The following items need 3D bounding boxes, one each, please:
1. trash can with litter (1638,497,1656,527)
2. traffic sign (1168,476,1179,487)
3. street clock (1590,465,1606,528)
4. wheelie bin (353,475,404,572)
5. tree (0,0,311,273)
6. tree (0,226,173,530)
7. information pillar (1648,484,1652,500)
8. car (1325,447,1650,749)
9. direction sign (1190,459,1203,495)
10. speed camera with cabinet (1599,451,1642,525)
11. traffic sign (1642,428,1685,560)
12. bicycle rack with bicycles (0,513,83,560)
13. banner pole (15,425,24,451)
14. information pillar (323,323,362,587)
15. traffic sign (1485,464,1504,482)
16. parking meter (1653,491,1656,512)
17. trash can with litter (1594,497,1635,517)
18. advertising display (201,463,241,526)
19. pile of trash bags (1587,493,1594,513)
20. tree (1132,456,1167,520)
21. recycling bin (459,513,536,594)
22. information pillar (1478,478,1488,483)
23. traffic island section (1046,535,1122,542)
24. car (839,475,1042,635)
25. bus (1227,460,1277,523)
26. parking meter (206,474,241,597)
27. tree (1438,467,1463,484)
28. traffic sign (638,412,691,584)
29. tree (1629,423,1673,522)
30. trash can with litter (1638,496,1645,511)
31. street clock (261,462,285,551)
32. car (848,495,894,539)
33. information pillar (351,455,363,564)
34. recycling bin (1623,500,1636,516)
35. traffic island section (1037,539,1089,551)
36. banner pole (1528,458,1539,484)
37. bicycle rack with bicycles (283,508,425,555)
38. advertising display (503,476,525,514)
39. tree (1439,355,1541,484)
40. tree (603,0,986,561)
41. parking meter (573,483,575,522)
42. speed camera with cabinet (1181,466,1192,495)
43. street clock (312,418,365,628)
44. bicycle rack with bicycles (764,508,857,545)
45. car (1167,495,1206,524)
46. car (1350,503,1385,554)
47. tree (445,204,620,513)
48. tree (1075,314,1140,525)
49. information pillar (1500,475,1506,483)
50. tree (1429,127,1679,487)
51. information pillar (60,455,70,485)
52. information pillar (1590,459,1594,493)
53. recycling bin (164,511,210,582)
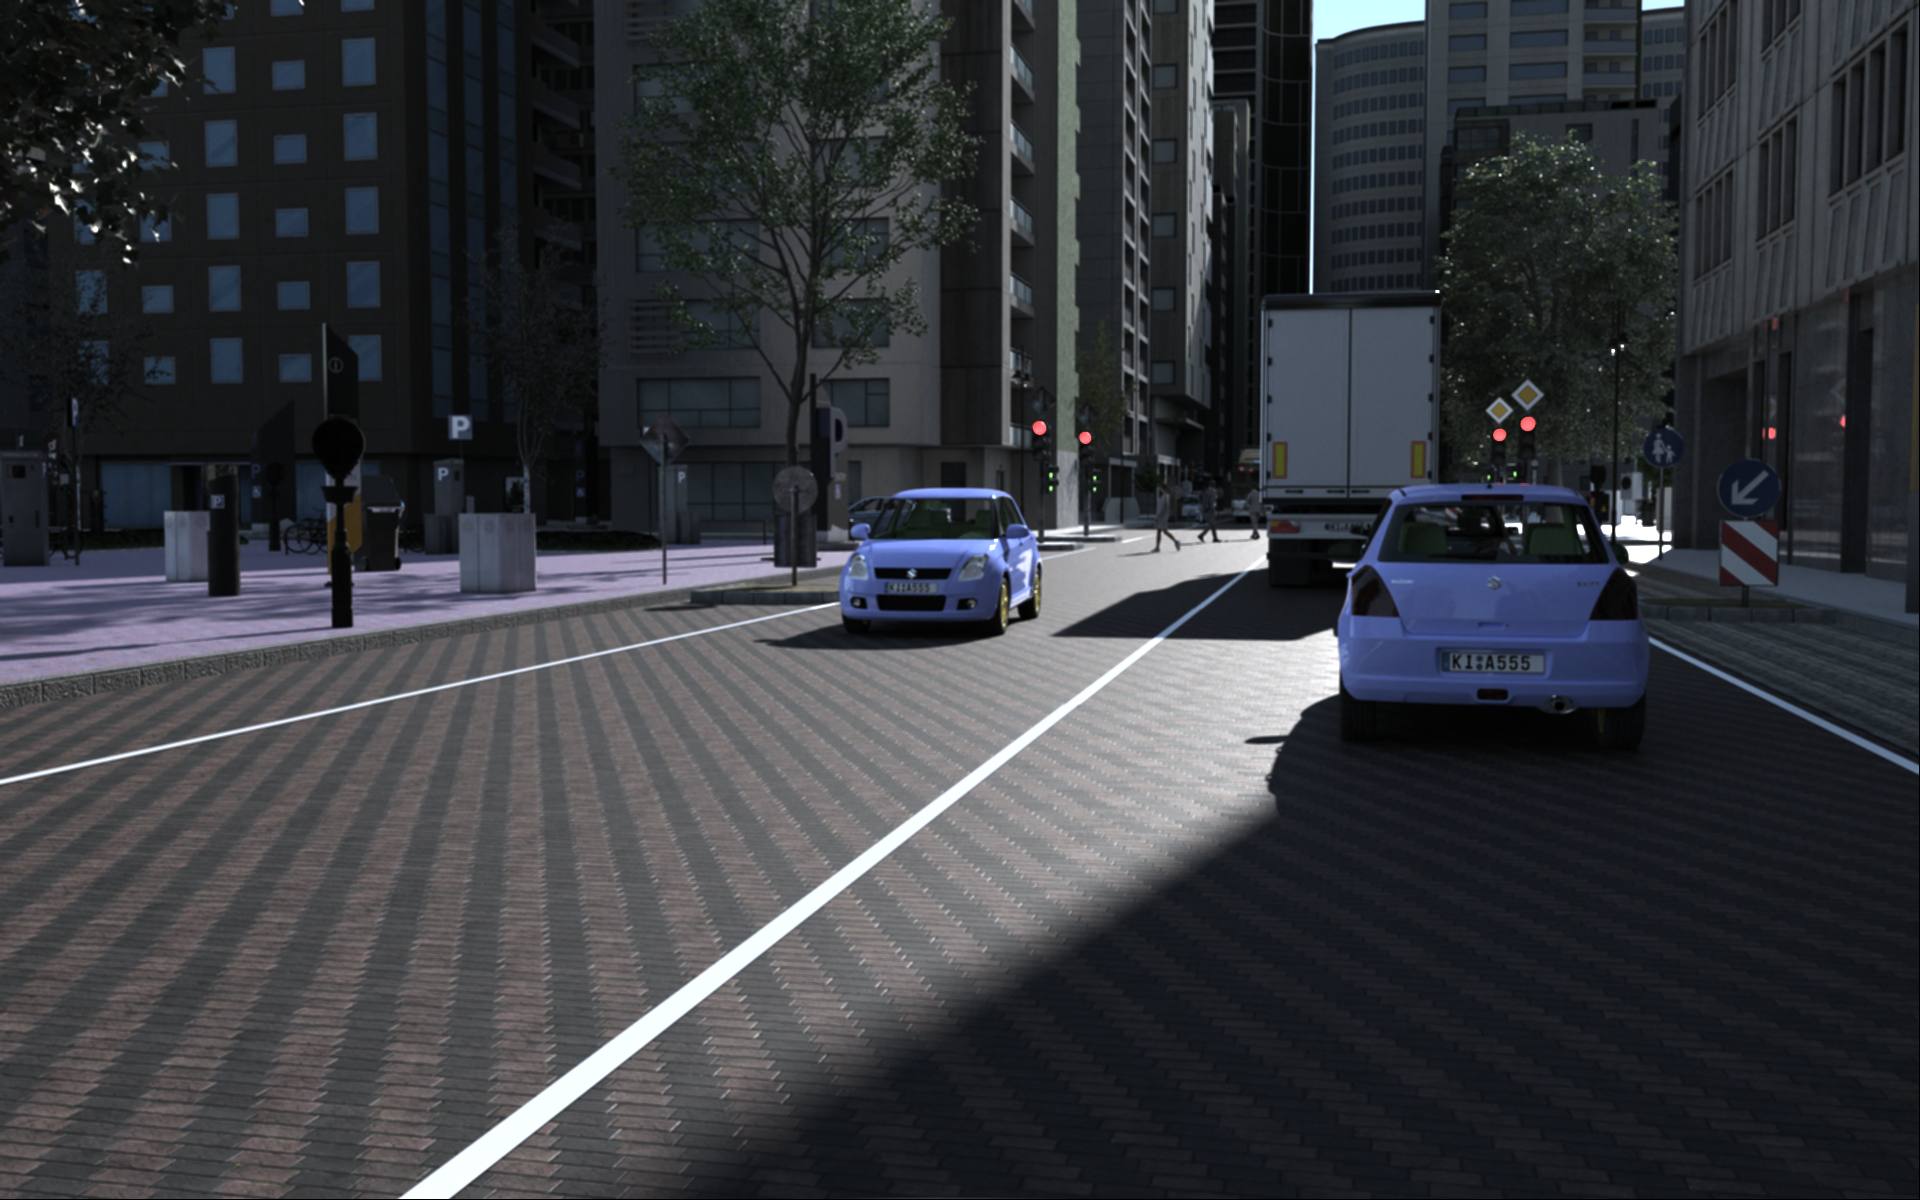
[{"bbox_3d":[27.009,-3.428,67.431,1.055,1.170,0.624,0,4,0],"label":"trash can with litter"},{"bbox_3d":[11.847,-5.753,96.187,0.606,2.300,0.079,1,4,14],"label":"traffic sign"},{"bbox_3d":[15.775,-2.342,42.858,0.358,2.002,0.471,0,4,-1],"label":"street clock"},{"bbox_3d":[-9.808,-1.285,28.924,0.693,1.594,0.980,3,5,43],"label":"wheelie bin"},{"bbox_3d":[-8.275,-5.602,8.600,9.611,12.733,9.660,0,3,0],"label":"tree"},{"bbox_3d":[-23.998,-5.923,47.197,4.360,8.622,3.978,0,3,0],"label":"tree"},{"bbox_3d":[41.177,-6.850,103.344,0.183,3.616,0.504,2,4,32],"label":"information pillar"},{"bbox_3d":[3.330,-0.096,11.160,1.945,1.707,3.694,1,4,13],"label":"car"},{"bbox_3d":[15.362,-7.382,112.697,0.876,3.537,0.379,-1,4,-14],"label":"direction sign"},{"bbox_3d":[27.554,-4.775,72.400,0.660,3.252,2.038,-1,4,-22],"label":"speed camera with cabinet"},{"bbox_3d":[13.638,-2.052,33.649,0.768,2.556,0.104,1,4,14],"label":"traffic sign"},{"bbox_3d":[-18.460,-1.235,33.574,2.852,0.926,2.925,2,4,34],"label":"bicycle rack with bicycles"},{"bbox_3d":[-33.983,-4.444,62.680,0.401,3.779,0.863,-3,5,-44],"label":"banner pole"},{"bbox_3d":[-8.579,-1.999,24.041,0.183,3.616,0.504,3,5,43],"label":"information pillar"},{"bbox_3d":[22.221,-4.403,72.090,0.768,2.556,0.104,1,4,19],"label":"traffic sign"},{"bbox_3d":[42.731,-5.985,106.270,0.372,1.533,0.369,0,3,0],"label":"parking meter"},{"bbox_3d":[33.107,-4.761,88.902,2.233,1.210,1.678,-2,4,-31],"label":"trash can with litter"},{"bbox_3d":[-15.496,-1.905,36.364,0.123,1.923,0.974,1,4,19],"label":"advertising display"},{"bbox_3d":[37.753,-6.017,108.131,3.447,1.369,1.912,0,4,-2],"label":"pile of trash bags"},{"bbox_3d":[9.419,-5.666,87.239,1.663,3.219,1.824,0,3,0],"label":"tree"},{"bbox_3d":[-6.059,-0.621,22.703,0.722,1.027,0.722,2,4,26],"label":"recycling bin"},{"bbox_3d":[23.220,-4.432,76.953,0.304,2.012,0.304,-1,4,-9],"label":"information pillar"},{"bbox_3d":[3.831,-1.868,52.819,2.009,0.180,2.903,1,4,13],"label":"traffic island section"},{"bbox_3d":[-0.148,-0.568,18.872,1.945,1.707,3.694,1,4,11],"label":"car"},{"bbox_3d":[15.757,-5.799,89.680,2.948,3.499,13.247,1,4,13],"label":"bus"},{"bbox_3d":[-9.282,-0.820,21.816,0.372,1.533,0.369,0,3,0],"label":"parking meter"},{"bbox_3d":[31.466,-7.160,111.667,1.663,3.219,1.824,0,3,0],"label":"tree"},{"bbox_3d":[-4.191,-1.428,24.536,0.795,2.450,0.064,1,4,15],"label":"traffic sign"},{"bbox_3d":[32.684,-5.889,79.994,4.285,4.588,4.351,0,3,0],"label":"tree"},{"bbox_3d":[38.156,-5.333,98.244,2.233,1.210,1.678,0,4,2],"label":"trash can with litter"},{"bbox_3d":[-15.435,-2.103,38.960,0.358,2.002,0.471,3,5,42],"label":"street clock"},{"bbox_3d":[-2.435,-2.335,50.174,4.499,1.417,2.014,1,4,11],"label":"car"},{"bbox_3d":[-11.092,-1.662,31.674,0.304,2.012,0.304,0,4,-6],"label":"information pillar"},{"bbox_3d":[39.493,-5.478,102.116,0.722,1.027,0.722,1,4,17],"label":"recycling bin"},{"bbox_3d":[2.090,-1.391,45.025,2.009,0.180,2.903,1,4,13],"label":"traffic island section"},{"bbox_3d":[35.157,-7.124,106.497,0.863,3.779,0.401,0,4,6],"label":"banner pole"},{"bbox_3d":[-13.265,-1.460,37.255,2.925,0.926,2.852,1,4,11],"label":"bicycle rack with bicycles"},{"bbox_3d":[-15.628,-3.403,60.856,0.123,1.923,0.974,2,4,35],"label":"advertising display"},{"bbox_3d":[25.931,-8.094,82.704,4.737,8.622,4.395,0,3,0],"label":"tree"},{"bbox_3d":[-3.117,-6.566,33.109,9.928,11.665,9.643,0,3,0],"label":"tree"},{"bbox_3d":[-17.628,-4.535,79.851,0.255,1.863,0.399,1,4,12],"label":"parking meter"},{"bbox_3d":[16.518,-7.752,121.078,2.038,3.252,0.660,1,4,22],"label":"speed camera with cabinet"},{"bbox_3d":[-5.959,-0.739,16.657,0.471,2.002,0.358,-1,4,-16],"label":"street clock"},{"bbox_3d":[-3.653,-1.883,44.172,2.852,0.926,2.925,1,4,16],"label":"bicycle rack with bicycles"},{"bbox_3d":[11.065,-4.448,84.725,2.014,1.417,4.499,1,4,13],"label":"car"},{"bbox_3d":[5.694,-0.671,20.755,2.009,1.686,4.222,1,4,13],"label":"car"},{"bbox_3d":[-11.090,-5.797,45.139,4.360,8.622,3.978,0,3,0],"label":"tree"},{"bbox_3d":[5.360,-7.422,71.719,4.737,8.622,4.395,0,3,0],"label":"tree"},{"bbox_3d":[21.161,-3.871,67.782,0.304,2.012,0.304,2,4,32],"label":"information pillar"},{"bbox_3d":[20.461,-9.343,59.421,9.857,13.997,8.962,0,3,0],"label":"tree"},{"bbox_3d":[-36.776,-4.878,71.111,0.504,3.616,0.183,1,4,11],"label":"information pillar"},{"bbox_3d":[41.691,-7.516,114.237,0.183,3.616,0.504,3,4,37],"label":"information pillar"},{"bbox_3d":[-11.232,-0.797,25.593,0.722,1.027,0.722,3,4,36],"label":"recycling bin"}]
